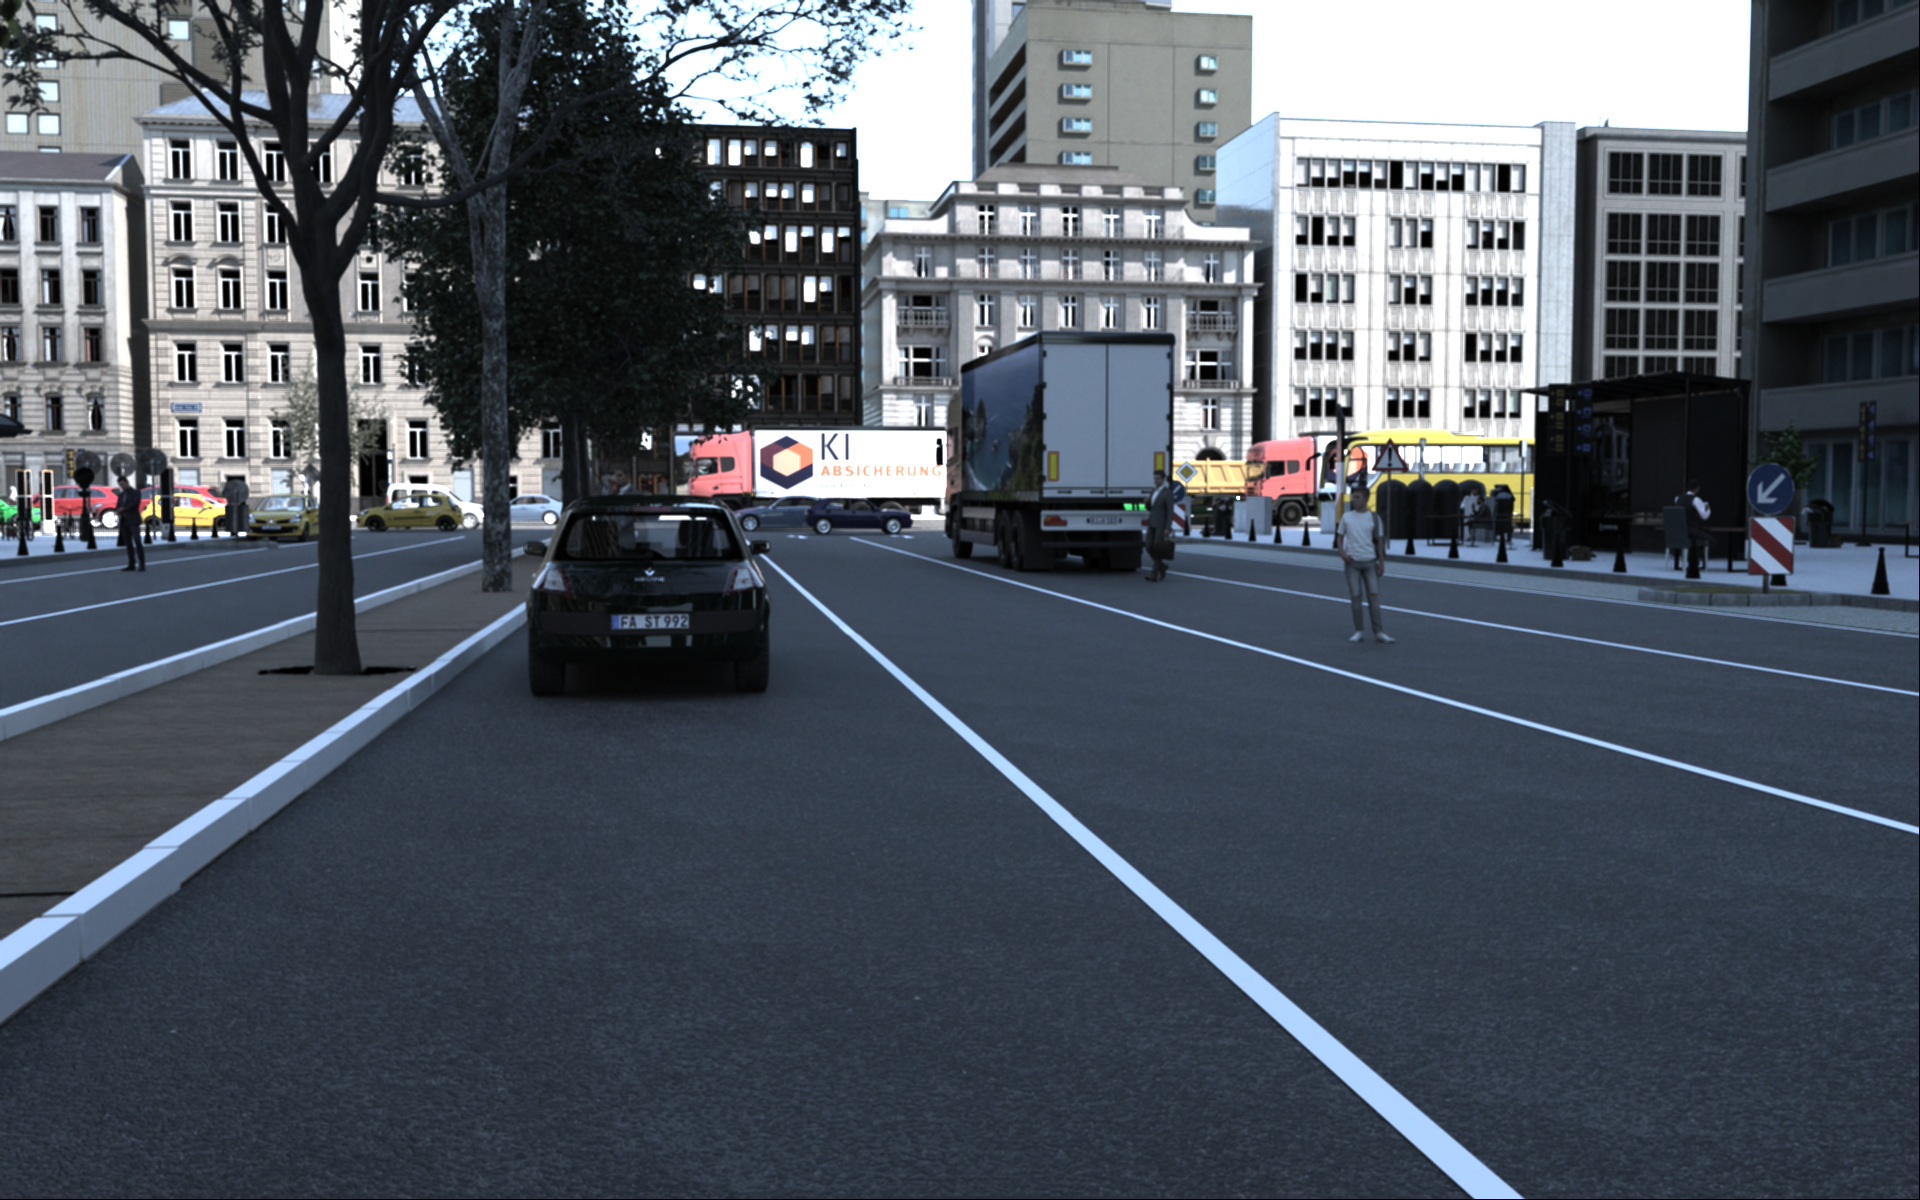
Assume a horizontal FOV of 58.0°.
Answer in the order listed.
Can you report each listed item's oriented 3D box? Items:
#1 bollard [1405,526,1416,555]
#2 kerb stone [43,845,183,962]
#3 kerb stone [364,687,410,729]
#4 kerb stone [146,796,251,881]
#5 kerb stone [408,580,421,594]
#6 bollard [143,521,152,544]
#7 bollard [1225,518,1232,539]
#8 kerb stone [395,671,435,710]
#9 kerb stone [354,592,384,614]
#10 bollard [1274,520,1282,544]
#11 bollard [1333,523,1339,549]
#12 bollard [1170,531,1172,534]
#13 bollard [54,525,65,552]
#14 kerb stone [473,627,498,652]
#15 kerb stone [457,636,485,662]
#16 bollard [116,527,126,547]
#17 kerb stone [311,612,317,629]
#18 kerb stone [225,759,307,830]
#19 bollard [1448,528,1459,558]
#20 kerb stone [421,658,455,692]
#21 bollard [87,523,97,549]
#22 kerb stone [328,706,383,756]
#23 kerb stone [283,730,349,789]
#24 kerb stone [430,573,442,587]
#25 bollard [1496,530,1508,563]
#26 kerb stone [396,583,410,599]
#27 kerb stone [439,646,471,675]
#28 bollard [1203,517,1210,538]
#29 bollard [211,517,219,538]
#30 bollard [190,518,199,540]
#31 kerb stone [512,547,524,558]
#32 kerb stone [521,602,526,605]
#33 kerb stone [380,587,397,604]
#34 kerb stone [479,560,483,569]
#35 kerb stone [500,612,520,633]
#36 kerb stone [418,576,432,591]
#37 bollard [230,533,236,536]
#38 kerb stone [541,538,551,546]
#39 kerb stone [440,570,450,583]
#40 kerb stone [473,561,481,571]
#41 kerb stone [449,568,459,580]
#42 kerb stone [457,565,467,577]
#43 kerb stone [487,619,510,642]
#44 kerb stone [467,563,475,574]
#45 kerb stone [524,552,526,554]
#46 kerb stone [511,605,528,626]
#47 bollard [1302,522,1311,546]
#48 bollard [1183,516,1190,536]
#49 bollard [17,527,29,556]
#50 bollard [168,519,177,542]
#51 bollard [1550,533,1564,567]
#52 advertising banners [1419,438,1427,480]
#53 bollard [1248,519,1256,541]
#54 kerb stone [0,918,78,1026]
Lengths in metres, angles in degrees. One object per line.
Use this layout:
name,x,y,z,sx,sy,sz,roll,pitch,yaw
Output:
bollard,9.535,-1.262,36.673,0.229,0.601,0.229,0,3,0
kerb stone,-2.814,1.004,5.784,0.120,0.150,1.000,-1,4,-9
kerb stone,-3.611,0.692,10.874,0.120,0.150,1.000,-1,4,-9
kerb stone,-2.983,0.942,6.796,0.120,0.150,1.000,-1,4,-9
kerb stone,-7.882,-0.153,24.765,0.120,0.150,1.000,-1,4,-9
bollard,-20.846,-1.737,44.439,0.229,0.601,0.229,0,3,0
bollard,7.617,-2.022,49.105,0.229,0.601,0.229,0,3,0
kerb stone,-3.759,0.630,11.889,0.120,0.150,1.000,-1,4,-9
kerb stone,-7.409,0.031,21.720,0.120,0.150,1.000,-1,4,-9
bollard,8.255,-1.769,44.962,0.229,0.601,0.229,0,3,0
bollard,8.895,-1.516,40.825,0.229,0.601,0.229,0,3,0
bollard,6.655,-2.403,55.327,0.229,0.601,0.229,0,3,0
bollard,-19.884,-1.357,38.222,0.229,0.601,0.229,0,3,0
kerb stone,-4.396,0.382,15.954,0.120,0.150,1.000,-1,4,-9
kerb stone,-4.243,0.445,14.940,0.120,0.150,1.000,-1,4,-9
bollard,-20.527,-1.610,42.370,0.229,0.601,0.229,0,3,0
kerb stone,-6.937,0.221,18.672,0.120,0.150,1.000,-1,4,-9
kerb stone,-3.133,0.880,7.814,0.120,0.150,1.000,-1,4,-9
bollard,9.862,-1.134,34.590,0.229,0.601,0.229,0,3,0
kerb stone,-3.912,0.573,12.904,0.120,0.150,1.000,-1,4,-9
bollard,-20.203,-1.483,40.292,0.229,0.601,0.229,0,3,0
kerb stone,-3.447,0.756,9.844,0.120,0.150,1.000,-1,4,-9
kerb stone,-3.289,0.818,8.829,0.120,0.150,1.000,-1,4,-9
kerb stone,-8.195,-0.280,26.793,0.120,0.150,1.000,-1,4,-9
bollard,10.182,-1.008,32.522,0.229,0.601,0.229,0,3,0
kerb stone,-7.726,-0.092,23.748,0.120,0.150,1.000,-1,4,-9
kerb stone,-4.077,0.506,13.917,0.120,0.150,1.000,-1,4,-9
bollard,7.290,-2.149,51.185,0.229,0.601,0.229,0,3,0
bollard,-21.806,-2.118,50.668,0.229,0.601,0.229,0,3,0
bollard,-21.482,-1.990,48.582,0.229,0.601,0.229,0,3,0
kerb stone,-10.236,-1.089,40.004,0.120,0.150,1.000,-1,4,-9
kerb stone,-5.025,0.132,20.031,0.120,0.150,1.000,-1,4,-9
kerb stone,-7.567,-0.033,22.734,0.120,0.150,1.000,-1,4,-9
kerb stone,-9.137,-0.654,32.894,0.120,0.150,1.000,-1,4,-9
kerb stone,-4.707,0.257,17.998,0.120,0.150,1.000,-1,4,-9
kerb stone,-8.038,-0.219,25.779,0.120,0.150,1.000,-1,4,-9
bollard,-22.130,-2.244,52.738,0.229,0.601,0.229,0,3,0
kerb stone,-11.497,-1.581,48.146,0.120,0.150,1.000,-1,4,-9
kerb stone,-8.354,-0.339,27.807,0.120,0.150,1.000,-1,4,-9
kerb stone,-8.984,-0.584,31.880,0.120,0.150,1.000,-1,4,-9
kerb stone,-8.513,-0.398,28.821,0.120,0.150,1.000,-1,4,-9
kerb stone,-8.666,-0.466,29.835,0.120,0.150,1.000,-1,4,-9
kerb stone,-4.549,0.321,16.969,0.120,0.150,1.000,-1,4,-9
kerb stone,-8.819,-0.530,30.856,0.120,0.150,1.000,-1,4,-9
kerb stone,-10.393,-1.150,41.028,0.120,0.150,1.000,-1,4,-9
kerb stone,-4.860,0.194,19.017,0.120,0.150,1.000,-1,4,-9
bollard,8.577,-1.642,42.894,0.229,0.601,0.229,0,3,0
bollard,6.971,-2.276,53.258,0.229,0.601,0.229,0,3,0
bollard,-19.562,-1.229,36.143,0.229,0.601,0.229,0,3,0
bollard,-21.167,-1.863,46.507,0.229,0.601,0.229,0,3,0
bollard,10.503,-0.881,30.454,0.229,0.601,0.229,0,3,0
advertising banners,13.937,-3.498,53.380,0.090,3.025,2.074,3,4,38
bollard,7.942,-1.896,47.034,0.229,0.601,0.229,0,3,0
kerb stone,-2.660,1.066,4.760,0.120,0.150,1.000,-1,4,-9
